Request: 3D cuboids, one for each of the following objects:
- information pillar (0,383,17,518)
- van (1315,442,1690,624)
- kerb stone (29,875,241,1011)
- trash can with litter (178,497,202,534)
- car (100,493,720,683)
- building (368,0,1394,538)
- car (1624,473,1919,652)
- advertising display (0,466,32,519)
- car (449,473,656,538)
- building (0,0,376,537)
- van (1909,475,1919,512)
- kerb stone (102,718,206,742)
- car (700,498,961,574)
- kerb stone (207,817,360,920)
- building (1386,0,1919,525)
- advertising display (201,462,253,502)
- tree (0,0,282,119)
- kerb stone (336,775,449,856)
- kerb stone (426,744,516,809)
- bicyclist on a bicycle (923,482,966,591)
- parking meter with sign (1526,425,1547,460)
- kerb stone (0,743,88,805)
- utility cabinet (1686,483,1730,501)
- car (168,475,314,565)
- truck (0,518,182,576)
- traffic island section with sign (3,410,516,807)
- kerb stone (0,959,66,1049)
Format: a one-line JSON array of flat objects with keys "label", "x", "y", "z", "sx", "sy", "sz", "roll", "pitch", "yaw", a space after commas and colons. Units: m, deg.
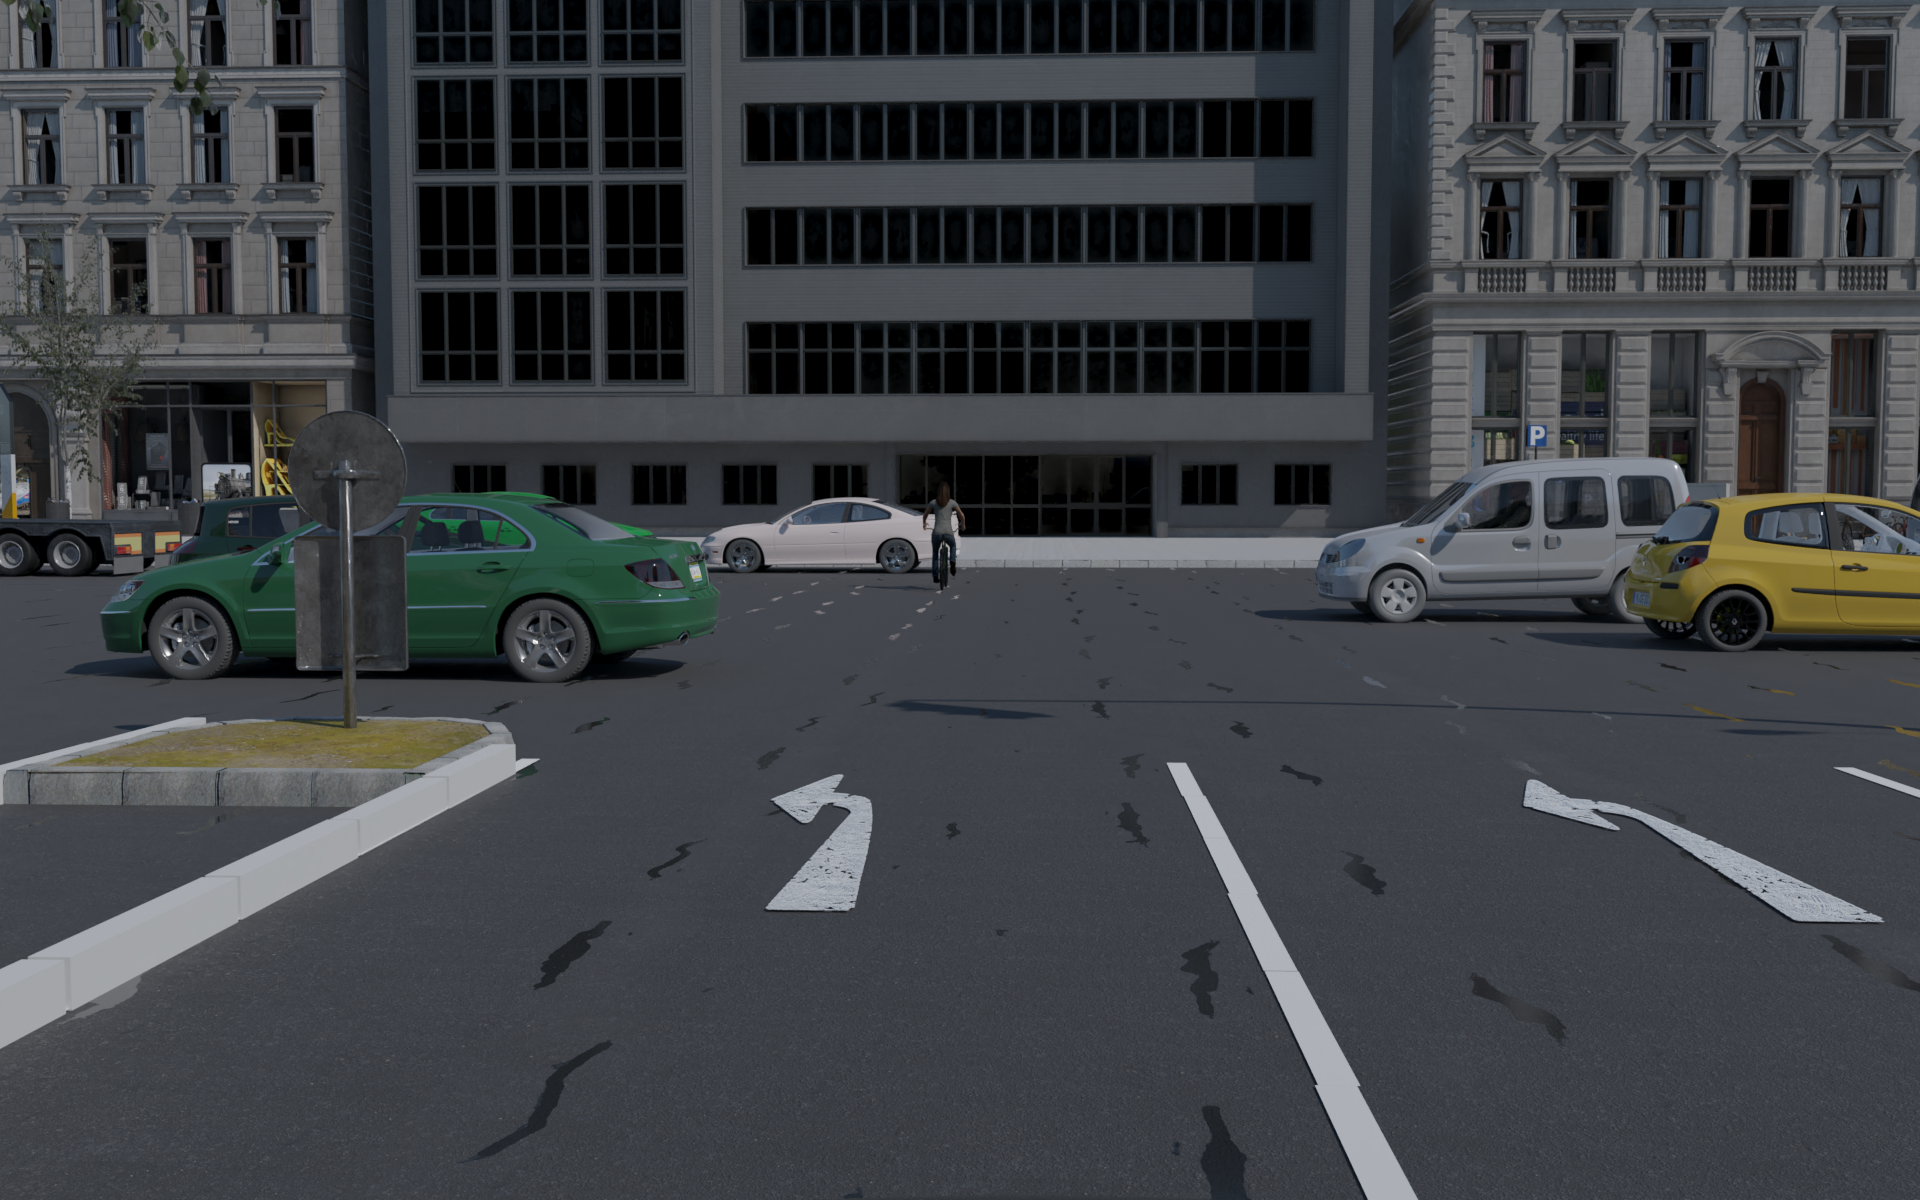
[{"label": "information pillar", "x": -20.020, "y": -2.756, "z": 36.410, "sx": 0.504, "sy": 3.616, "sz": 0.183, "roll": 3, "pitch": 4, "yaw": 37}, {"label": "van", "x": 6.186, "y": -0.788, "z": 19.892, "sx": 4.112, "sy": 2.044, "sz": 2.013, "roll": 0, "pitch": 4, "yaw": 3}, {"label": "kerb stone", "x": -2.500, "y": 1.033, "z": 5.300, "sx": 0.120, "sy": 0.150, "sz": 1.000, "roll": 0, "pitch": 4, "yaw": 3}, {"label": "trash can with litter", "x": -17.516, "y": -1.789, "z": 40.309, "sx": 2.233, "sy": 1.210, "sz": 1.678, "roll": -1, "pitch": 4, "yaw": -12}, {"label": "car", "x": -4.436, "y": -0.139, "z": 14.077, "sx": 4.920, "sy": 1.459, "sz": 2.131, "roll": 0, "pitch": 4, "yaw": 4}, {"label": "building", "x": -2.254, "y": -14.481, "z": 55.836, "sx": 30.058, "sy": 24.678, "sz": 14.314, "roll": 0, "pitch": 4, "yaw": 3}, {"label": "car", "x": 8.438, "y": -0.376, "z": 16.369, "sx": 3.980, "sy": 1.641, "sz": 2.015, "roll": 0, "pitch": 4, "yaw": 3}, {"label": "advertising display", "x": -21.764, "y": -2.107, "z": 39.669, "sx": 0.123, "sy": 1.923, "sz": 0.974, "roll": 2, "pitch": 4, "yaw": 29}, {"label": "car", "x": -7.571, "y": -1.307, "z": 30.163, "sx": 4.718, "sy": 1.807, "sz": 1.959, "roll": 0, "pitch": 4, "yaw": 4}, {"label": "building", "x": -37.553, "y": -12.554, "z": 56.164, "sx": 40.483, "sy": 20.767, "sz": 10.553, "roll": 0, "pitch": 4, "yaw": 3}, {"label": "van", "x": 14.185, "y": -0.900, "z": 21.723, "sx": 4.112, "sy": 2.044, "sz": 2.013, "roll": 0, "pitch": 4, "yaw": 1}, {"label": "kerb stone", "x": -4.415, "y": 0.781, "z": 9.455, "sx": 0.120, "sy": 0.150, "sz": 1.000, "roll": 0, "pitch": 4, "yaw": 3}, {"label": "car", "x": -2.399, "y": -1.204, "z": 32.045, "sx": 4.827, "sy": 1.381, "sz": 2.083, "roll": 0, "pitch": 4, "yaw": 4}, {"label": "kerb stone", "x": -2.455, "y": 0.971, "z": 6.324, "sx": 0.120, "sy": 0.150, "sz": 1.000, "roll": 0, "pitch": 4, "yaw": 3}, {"label": "building", "x": 22.608, "y": -13.667, "z": 52.334, "sx": 19.941, "sy": 23.489, "sz": 11.050, "roll": 0, "pitch": 4, "yaw": 3}, {"label": "advertising display", "x": -14.961, "y": -1.845, "z": 35.385, "sx": 0.974, "sy": 1.923, "sz": 0.123, "roll": -2, "pitch": 4, "yaw": -24}, {"label": "tree", "x": -3.391, "y": -3.216, "z": 5.397, "sx": 4.360, "sy": 8.622, "sz": 3.978, "roll": 0, "pitch": 3, "yaw": 0}, {"label": "kerb stone", "x": -2.412, "y": 0.913, "z": 7.361, "sx": 0.120, "sy": 0.150, "sz": 1.000, "roll": 0, "pitch": 4, "yaw": 3}, {"label": "kerb stone", "x": -2.362, "y": 0.845, "z": 8.385, "sx": 0.120, "sy": 0.150, "sz": 1.000, "roll": 0, "pitch": 4, "yaw": 3}, {"label": "bicyclist on a bicycle", "x": -0.248, "y": -0.978, "z": 26.008, "sx": 1.499, "sy": 1.676, "sz": 1.625, "roll": 0, "pitch": 4, "yaw": 3}, {"label": "parking meter with sign", "x": 14.737, "y": -2.856, "z": 42.956, "sx": 0.543, "sy": 3.016, "sz": 1.738, "roll": -1, "pitch": 4, "yaw": -14}, {"label": "kerb stone", "x": -4.465, "y": 0.842, "z": 8.431, "sx": 0.120, "sy": 0.150, "sz": 1.000, "roll": 0, "pitch": 4, "yaw": 3}, {"label": "utility cabinet", "x": 15.056, "y": -1.634, "z": 35.387, "sx": 1.173, "sy": 1.500, "sz": 0.318, "roll": 3, "pitch": 4, "yaw": 37}, {"label": "car", "x": -6.867, "y": -0.613, "z": 19.812, "sx": 4.222, "sy": 1.686, "sz": 2.009, "roll": 0, "pitch": 4, "yaw": 2}, {"label": "truck", "x": -23.840, "y": -2.539, "z": 31.277, "sx": 18.799, "sy": 4.110, "sz": 2.967, "roll": 0, "pitch": 4, "yaw": 3}, {"label": "traffic island section with sign", "x": -3.382, "y": -0.046, "z": 8.896, "sx": 2.006, "sy": 1.907, "sz": 1.989, "roll": 0, "pitch": 4, "yaw": 3}, {"label": "kerb stone", "x": -2.548, "y": 1.096, "z": 4.276, "sx": 0.120, "sy": 0.150, "sz": 1.000, "roll": 0, "pitch": 4, "yaw": 3}]
